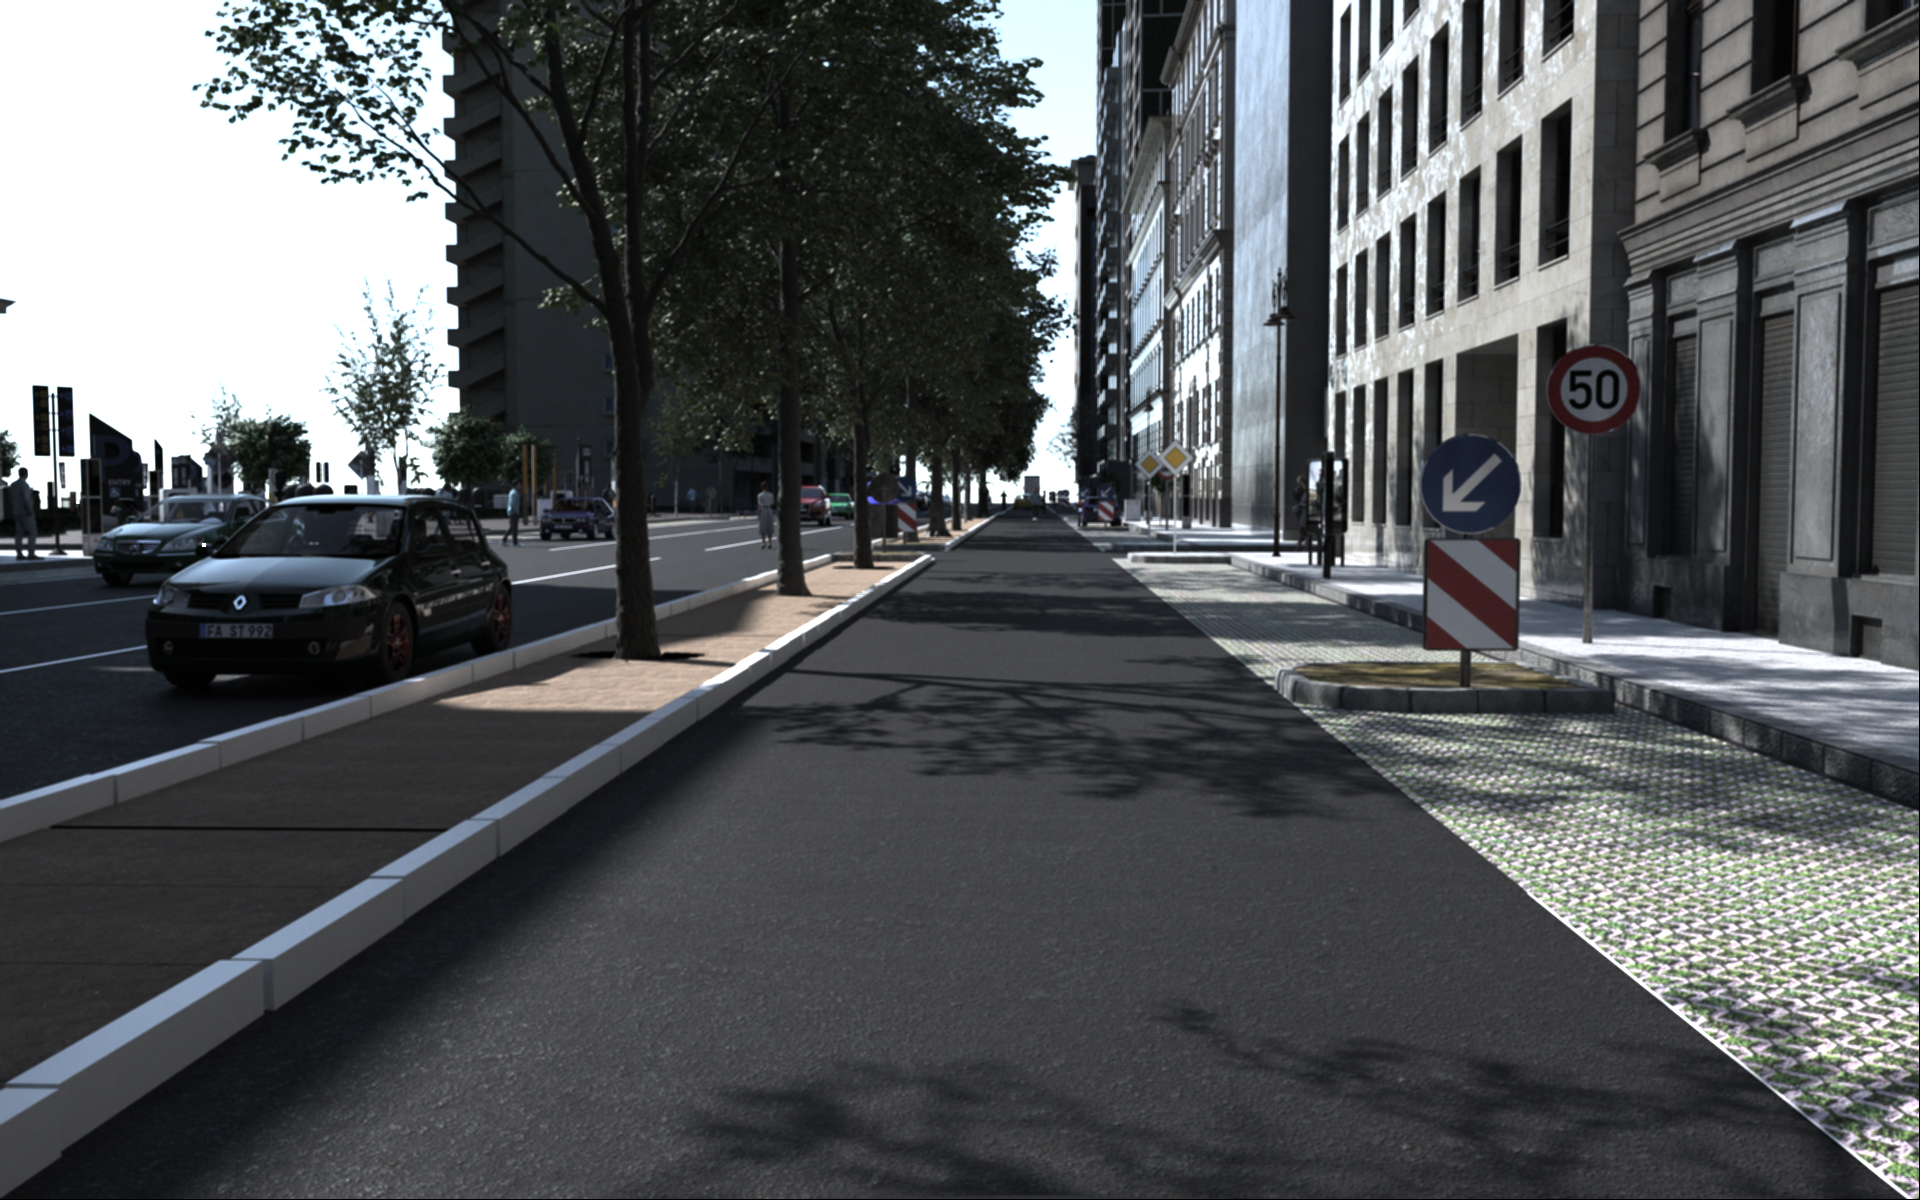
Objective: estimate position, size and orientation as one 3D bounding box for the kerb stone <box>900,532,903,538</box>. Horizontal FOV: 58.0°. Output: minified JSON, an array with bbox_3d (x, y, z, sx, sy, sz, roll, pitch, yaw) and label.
[{"bbox_3d":[-2.003,-2.013,55.113,0.120,0.150,1.000,0,4,2],"label":"kerb stone"}]

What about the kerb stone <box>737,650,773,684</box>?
[{"bbox_3d":[-1.611,0.533,13.485,0.120,0.150,1.000,0,4,2],"label":"kerb stone"}]

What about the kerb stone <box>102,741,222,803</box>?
[{"bbox_3d":[-3.912,0.848,8.466,0.120,0.150,1.000,0,4,2],"label":"kerb stone"}]

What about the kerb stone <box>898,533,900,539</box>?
[{"bbox_3d":[-2.049,-1.951,54.092,0.120,0.150,1.000,0,4,2],"label":"kerb stone"}]

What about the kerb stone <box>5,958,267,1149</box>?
[{"bbox_3d":[-1.998,1.097,4.271,0.120,0.150,1.000,0,4,2],"label":"kerb stone"}]

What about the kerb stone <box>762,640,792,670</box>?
[{"bbox_3d":[-1.562,0.470,14.513,0.120,0.150,1.000,0,4,2],"label":"kerb stone"}]

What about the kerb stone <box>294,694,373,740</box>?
[{"bbox_3d":[-3.832,0.718,10.517,0.120,0.150,1.000,0,4,2],"label":"kerb stone"}]

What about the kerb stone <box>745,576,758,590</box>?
[{"bbox_3d":[-3.201,-0.225,25.876,0.120,0.150,1.000,0,4,2],"label":"kerb stone"}]

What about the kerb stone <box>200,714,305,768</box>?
[{"bbox_3d":[-3.875,0.777,9.487,0.120,0.150,1.000,0,4,2],"label":"kerb stone"}]

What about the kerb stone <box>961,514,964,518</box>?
[{"bbox_3d":[0.304,-5.458,111.426,0.120,0.150,1.000,0,4,2],"label":"kerb stone"}]

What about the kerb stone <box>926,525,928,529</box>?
[{"bbox_3d":[-1.464,-2.826,68.402,0.120,0.150,1.000,0,4,2],"label":"kerb stone"}]

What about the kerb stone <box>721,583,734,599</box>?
[{"bbox_3d":[-3.285,-0.093,23.821,0.120,0.150,1.000,0,4,2],"label":"kerb stone"}]

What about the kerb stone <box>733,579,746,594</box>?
[{"bbox_3d":[-3.243,-0.162,24.855,0.120,0.150,1.000,0,4,2],"label":"kerb stone"}]

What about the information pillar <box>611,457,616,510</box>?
[{"bbox_3d":[-22.118,-7.297,110.663,0.183,3.616,0.504,-3,5,-43],"label":"information pillar"}]

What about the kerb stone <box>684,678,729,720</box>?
[{"bbox_3d":[-1.690,0.658,11.441,0.120,0.150,1.000,0,4,2],"label":"kerb stone"}]

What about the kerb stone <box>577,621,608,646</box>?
[{"bbox_3d":[-3.591,0.339,16.649,0.120,0.150,1.000,0,4,2],"label":"kerb stone"}]

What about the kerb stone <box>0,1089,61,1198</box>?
[{"bbox_3d":[-2.023,1.160,3.244,0.120,0.150,1.000,0,4,2],"label":"kerb stone"}]

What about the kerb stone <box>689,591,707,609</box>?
[{"bbox_3d":[-3.366,0.026,21.778,0.120,0.150,1.000,0,4,2],"label":"kerb stone"}]

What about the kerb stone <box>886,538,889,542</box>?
[{"bbox_3d":[-2.216,-1.696,49.998,0.120,0.150,1.000,0,4,2],"label":"kerb stone"}]

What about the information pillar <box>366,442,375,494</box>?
[{"bbox_3d":[-26.301,-5.259,77.343,0.504,3.616,0.183,3,4,36],"label":"information pillar"}]

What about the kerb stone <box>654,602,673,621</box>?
[{"bbox_3d":[-3.460,0.154,19.729,0.120,0.150,1.000,0,4,2],"label":"kerb stone"}]

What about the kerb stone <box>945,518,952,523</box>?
[{"bbox_3d":[-0.582,-4.142,89.918,0.120,0.150,1.000,0,4,2],"label":"kerb stone"}]

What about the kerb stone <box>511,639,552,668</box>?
[{"bbox_3d":[-3.659,0.464,14.603,0.120,0.150,1.000,0,4,2],"label":"kerb stone"}]

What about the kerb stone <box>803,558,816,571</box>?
[{"bbox_3d":[-2.910,-0.664,33.046,0.120,0.150,1.000,0,4,2],"label":"kerb stone"}]

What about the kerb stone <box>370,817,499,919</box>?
[{"bbox_3d":[-1.905,0.971,6.321,0.120,0.150,1.000,0,4,2],"label":"kerb stone"}]

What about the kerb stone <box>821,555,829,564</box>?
[{"bbox_3d":[-2.824,-0.788,35.097,0.120,0.150,1.000,0,4,2],"label":"kerb stone"}]

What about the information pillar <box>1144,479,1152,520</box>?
[{"bbox_3d":[9.156,-4.881,84.292,0.304,2.012,0.304,2,4,35],"label":"information pillar"}]

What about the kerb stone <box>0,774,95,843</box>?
[{"bbox_3d":[-3.962,0.905,7.445,0.120,0.150,1.000,0,4,2],"label":"kerb stone"}]

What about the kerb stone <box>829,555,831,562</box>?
[{"bbox_3d":[-2.781,-0.852,36.123,0.120,0.150,1.000,0,4,2],"label":"kerb stone"}]

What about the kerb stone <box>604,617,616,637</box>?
[{"bbox_3d":[-3.542,0.276,17.678,0.120,0.150,1.000,0,4,2],"label":"kerb stone"}]

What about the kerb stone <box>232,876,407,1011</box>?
[{"bbox_3d":[-1.941,1.038,5.299,0.120,0.150,1.000,0,4,2],"label":"kerb stone"}]

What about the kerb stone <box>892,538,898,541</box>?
[{"bbox_3d":[-2.082,-1.887,53.070,0.120,0.150,1.000,0,4,2],"label":"kerb stone"}]

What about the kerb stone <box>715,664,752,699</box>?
[{"bbox_3d":[-1.654,0.603,12.463,0.120,0.150,1.000,0,4,2],"label":"kerb stone"}]

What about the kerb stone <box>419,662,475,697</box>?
[{"bbox_3d":[-3.758,0.592,12.561,0.120,0.150,1.000,0,4,2],"label":"kerb stone"}]

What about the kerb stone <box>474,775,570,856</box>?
[{"bbox_3d":[-1.857,0.909,7.343,0.120,0.150,1.000,0,4,2],"label":"kerb stone"}]

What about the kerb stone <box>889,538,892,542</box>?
[{"bbox_3d":[-2.179,-1.763,51.019,0.120,0.150,1.000,0,4,2],"label":"kerb stone"}]

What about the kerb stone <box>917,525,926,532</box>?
[{"bbox_3d":[-1.506,-2.764,67.381,0.120,0.150,1.000,0,4,2],"label":"kerb stone"}]

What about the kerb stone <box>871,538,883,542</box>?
[{"bbox_3d":[-2.297,-1.575,47.940,0.120,0.150,1.000,0,4,2],"label":"kerb stone"}]

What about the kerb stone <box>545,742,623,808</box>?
[{"bbox_3d":[-1.821,0.846,8.366,0.120,0.150,1.000,0,4,2],"label":"kerb stone"}]

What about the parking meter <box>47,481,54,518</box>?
[{"bbox_3d":[-41.356,-4.468,78.768,0.255,1.863,0.399,-2,4,-27],"label":"parking meter"}]

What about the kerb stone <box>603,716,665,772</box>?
[{"bbox_3d":[-1.777,0.784,9.393,0.120,0.150,1.000,0,4,2],"label":"kerb stone"}]

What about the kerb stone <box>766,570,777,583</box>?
[{"bbox_3d":[-3.126,-0.350,27.922,0.120,0.150,1.000,0,4,2],"label":"kerb stone"}]

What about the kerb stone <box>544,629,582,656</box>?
[{"bbox_3d":[-3.622,0.402,15.625,0.120,0.150,1.000,0,4,2],"label":"kerb stone"}]

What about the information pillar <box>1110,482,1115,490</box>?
[{"bbox_3d":[9.399,-6.248,106.652,0.304,2.012,0.304,0,4,-1],"label":"information pillar"}]

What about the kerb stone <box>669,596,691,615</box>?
[{"bbox_3d":[-3.411,0.090,20.754,0.120,0.150,1.000,0,4,2],"label":"kerb stone"}]

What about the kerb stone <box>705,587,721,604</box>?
[{"bbox_3d":[-3.323,-0.037,22.799,0.120,0.150,1.000,0,4,2],"label":"kerb stone"}]

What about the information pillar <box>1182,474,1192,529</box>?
[{"bbox_3d":[8.398,-3.645,64.092,0.304,2.012,0.304,1,4,18],"label":"information pillar"}]

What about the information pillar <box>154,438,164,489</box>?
[{"bbox_3d":[-33.786,-4.999,73.081,0.183,3.616,0.504,1,4,12],"label":"information pillar"}]

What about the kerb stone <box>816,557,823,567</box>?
[{"bbox_3d":[-2.866,-0.719,34.068,0.120,0.150,1.000,0,4,2],"label":"kerb stone"}]

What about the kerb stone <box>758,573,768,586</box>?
[{"bbox_3d":[-3.155,-0.281,26.898,0.120,0.150,1.000,0,4,2],"label":"kerb stone"}]

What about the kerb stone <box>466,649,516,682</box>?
[{"bbox_3d":[-3.714,0.527,13.582,0.120,0.150,1.000,0,4,2],"label":"kerb stone"}]

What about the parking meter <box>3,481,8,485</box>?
[{"bbox_3d":[-44.230,-4.549,80.088,0.255,1.863,0.399,2,4,25],"label":"parking meter"}]

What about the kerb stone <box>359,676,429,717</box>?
[{"bbox_3d":[-3.790,0.652,11.539,0.120,0.150,1.000,0,4,2],"label":"kerb stone"}]

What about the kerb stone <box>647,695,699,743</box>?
[{"bbox_3d":[-1.740,0.723,10.419,0.120,0.150,1.000,0,4,2],"label":"kerb stone"}]
